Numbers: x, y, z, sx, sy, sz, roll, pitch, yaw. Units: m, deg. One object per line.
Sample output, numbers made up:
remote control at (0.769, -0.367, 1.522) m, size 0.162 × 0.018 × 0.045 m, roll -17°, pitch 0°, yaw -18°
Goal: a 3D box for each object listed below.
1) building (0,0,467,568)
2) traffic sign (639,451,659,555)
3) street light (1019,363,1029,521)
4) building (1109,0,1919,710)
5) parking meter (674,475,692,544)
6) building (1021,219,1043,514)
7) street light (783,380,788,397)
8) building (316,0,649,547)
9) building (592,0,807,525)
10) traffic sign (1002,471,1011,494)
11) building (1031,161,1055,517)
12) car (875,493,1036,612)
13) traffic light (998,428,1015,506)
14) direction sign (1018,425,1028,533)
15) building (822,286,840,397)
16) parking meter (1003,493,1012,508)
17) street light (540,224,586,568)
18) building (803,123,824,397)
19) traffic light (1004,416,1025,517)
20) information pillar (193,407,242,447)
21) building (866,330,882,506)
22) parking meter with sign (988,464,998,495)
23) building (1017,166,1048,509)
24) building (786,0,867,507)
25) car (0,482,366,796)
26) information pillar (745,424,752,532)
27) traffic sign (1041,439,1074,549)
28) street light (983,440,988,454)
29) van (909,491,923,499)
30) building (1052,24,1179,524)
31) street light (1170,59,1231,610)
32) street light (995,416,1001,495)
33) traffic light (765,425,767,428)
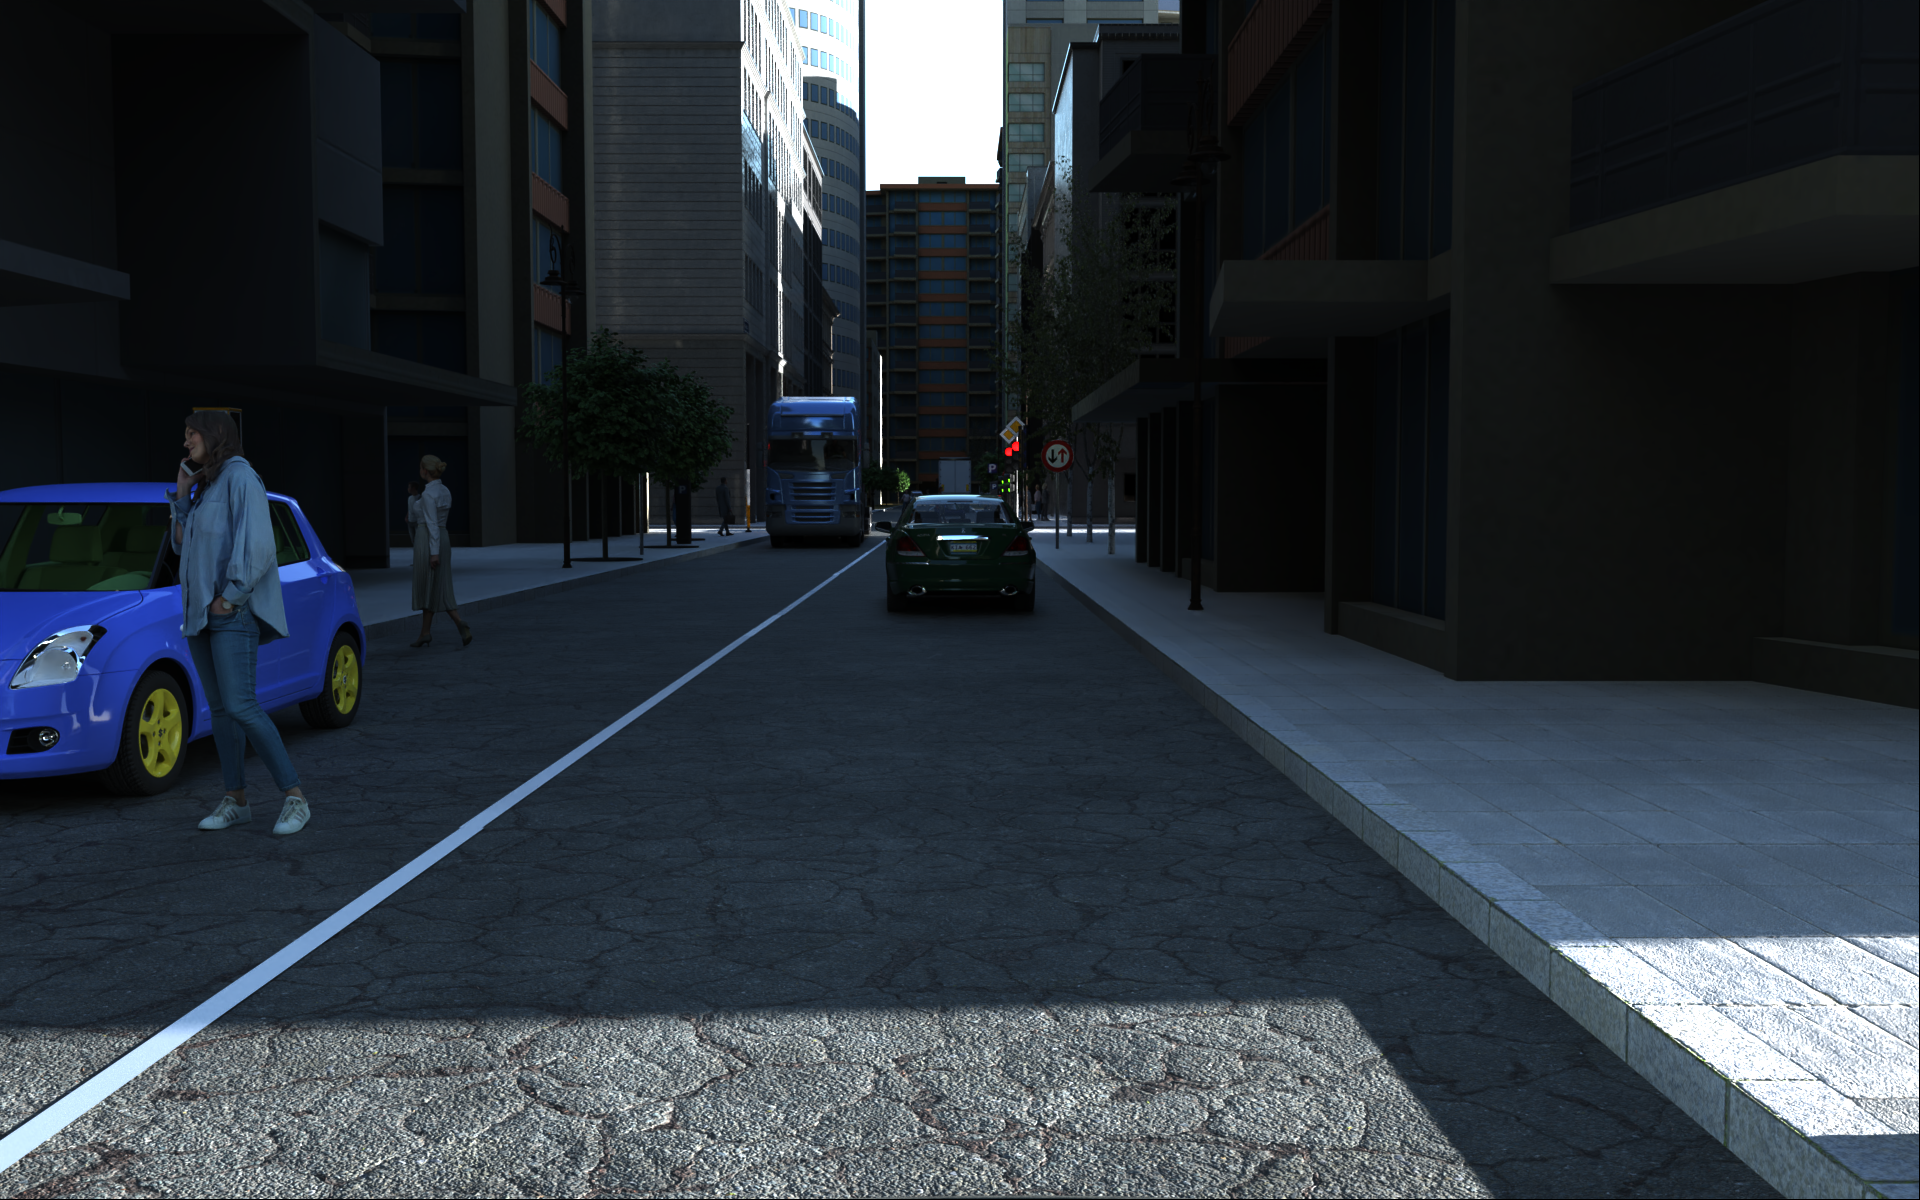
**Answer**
building at (-20.912, -26.022, 14.705) m, size 28.713 × 52.752 × 27.495 m, roll 0°, pitch 4°, yaw 0°
traffic sign at (-6.723, -2.226, 36.506) m, size 0.768 × 2.556 × 0.104 m, roll 0°, pitch 3°, yaw 0°
street light at (2.346, -5.421, 61.420) m, size 0.468 × 5.910 × 1.993 m, roll 0°, pitch 4°, yaw 0°
building at (12.985, -22.277, 18.856) m, size 22.147 × 44.769 × 28.867 m, roll 0°, pitch 4°, yaw 0°
parking meter at (-7.117, -2.371, 44.483) m, size 0.399 × 1.863 × 0.255 m, roll 0°, pitch 4°, yaw 1°
building at (10.592, -17.581, 117.132) m, size 12.332 × 23.373 × 15.834 m, roll 0°, pitch 4°, yaw 0°
street light at (-7.076, -5.968, 70.366) m, size 0.468 × 5.910 × 1.993 m, roll 0°, pitch 4°, yaw 0°
building at (-23.555, -24.016, 47.291) m, size 28.867 × 44.769 × 22.147 m, roll 0°, pitch 4°, yaw 0°
building at (-14.416, -18.865, 85.943) m, size 11.434 × 29.767 × 29.804 m, roll 0°, pitch 4°, yaw 0°
traffic sign at (2.407, -5.055, 82.761) m, size 0.768 × 2.556 × 0.104 m, roll 0°, pitch 4°, yaw 5°
building at (10.291, -16.050, 98.573) m, size 11.583 × 22.565 × 21.152 m, roll 0°, pitch 4°, yaw 0°
car at (-0.046, -0.657, 22.544) m, size 2.131 × 1.459 × 4.920 m, roll 0°, pitch 4°, yaw -2°
traffic light at (1.962, -4.966, 70.118) m, size 0.839 × 4.253 × 0.868 m, roll 0°, pitch 4°, yaw 0°
direction sign at (2.070, -3.988, 57.204) m, size 0.379 × 3.537 × 0.876 m, roll -1°, pitch 4°, yaw -16°
building at (-15.202, -16.545, 135.136) m, size 10.561 × 19.102 × 19.286 m, roll 0°, pitch 4°, yaw 0°
parking meter at (2.446, -5.102, 89.126) m, size 0.399 × 1.863 × 0.255 m, roll -1°, pitch 4°, yaw -10°
street light at (-6.827, -3.494, 29.916) m, size 0.468 × 5.910 × 1.993 m, roll 0°, pitch 4°, yaw 0°
building at (-16.794, -19.556, 113.254) m, size 14.314 × 27.812 × 24.014 m, roll 0°, pitch 4°, yaw 0°
traffic light at (1.998, -4.478, 62.133) m, size 0.839 × 4.253 × 0.868 m, roll 0°, pitch 4°, yaw 0°
information pillar at (-6.349, -0.635, 14.871) m, size 0.304 × 2.012 × 0.304 m, roll 0°, pitch 4°, yaw -3°
building at (-24.281, -22.044, 205.457) m, size 28.899 × 21.520 × 27.650 m, roll 0°, pitch 4°, yaw 0°
parking meter with sign at (1.897, -6.236, 98.227) m, size 0.543 × 3.016 × 1.738 m, roll 0°, pitch 4°, yaw -3°
building at (10.829, -19.397, 135.165) m, size 12.078 × 24.808 × 19.932 m, roll 0°, pitch 4°, yaw 0°
building at (-19.781, -37.693, 158.285) m, size 21.231 × 58.520 × 28.212 m, roll 0°, pitch 4°, yaw 0°
car at (-4.614, 0.015, 9.350) m, size 1.945 × 1.707 × 3.694 m, roll 0°, pitch 4°, yaw 1°
information pillar at (-7.138, -4.092, 58.264) m, size 0.183 × 3.616 × 0.504 m, roll -1°, pitch 4°, yaw -12°
traffic sign at (2.281, -2.471, 40.500) m, size 0.768 × 2.556 × 0.104 m, roll 0°, pitch 4°, yaw 6°
street light at (2.105, -10.528, 144.914) m, size 0.468 × 5.910 × 1.993 m, roll 0°, pitch 4°, yaw 0°
van at (-5.156, -12.188, 206.278) m, size 2.013 × 2.044 × 4.112 m, roll 0°, pitch 4°, yaw -1°
building at (19.606, -15.878, 78.676) m, size 30.058 × 24.678 × 14.314 m, roll 0°, pitch 4°, yaw 0°
street light at (2.613, -2.828, 19.026) m, size 0.468 × 5.910 × 1.993 m, roll 0°, pitch 4°, yaw 0°
street light at (2.282, -7.932, 102.474) m, size 0.468 × 5.910 × 1.993 m, roll 0°, pitch 4°, yaw 0°
traffic light at (-6.563, -4.474, 62.078) m, size 0.839 × 4.253 × 0.868 m, roll 0°, pitch 4°, yaw 0°
